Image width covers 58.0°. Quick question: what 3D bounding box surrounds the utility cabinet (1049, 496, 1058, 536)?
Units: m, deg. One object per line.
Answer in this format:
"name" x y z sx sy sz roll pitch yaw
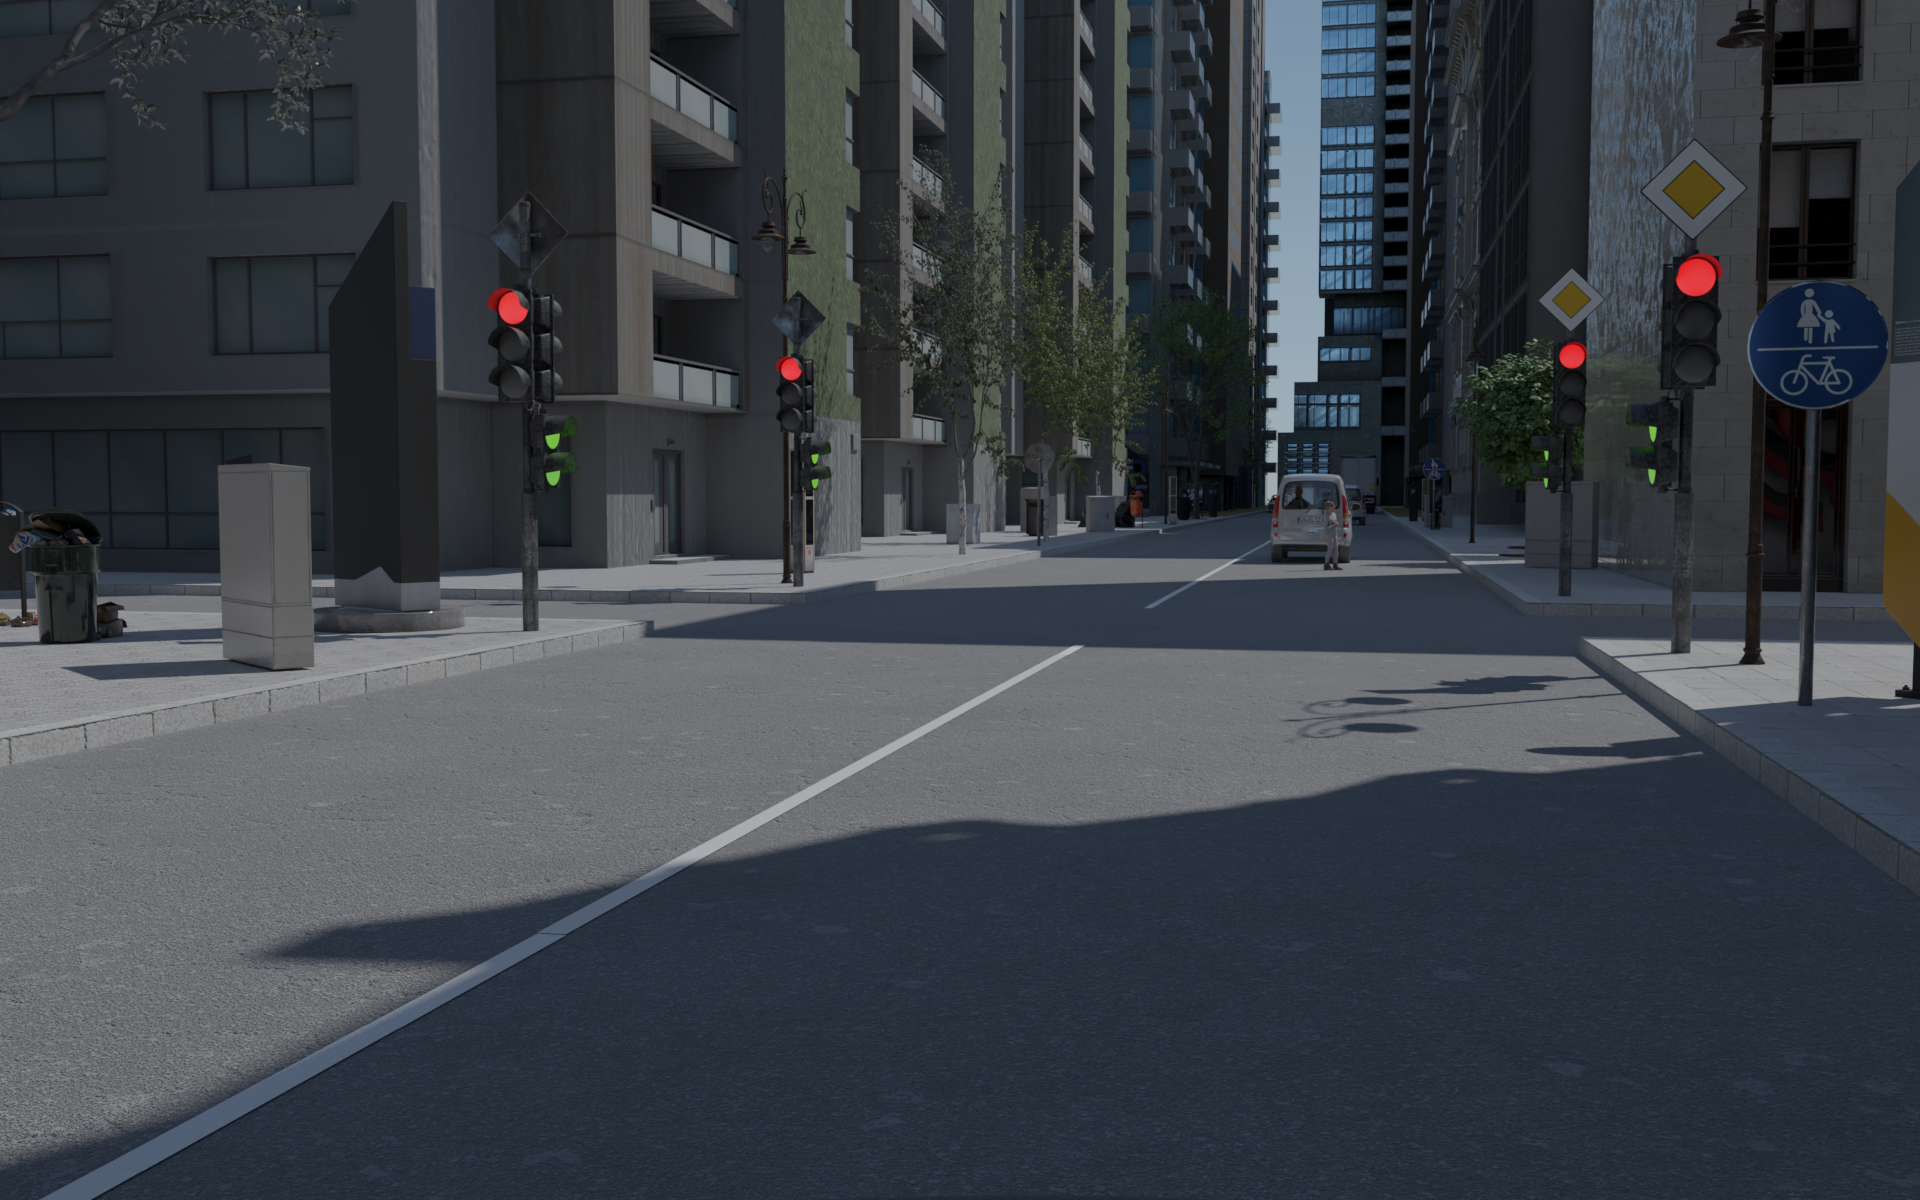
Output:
"utility cabinet" 2.875 -2.604 53.730 0.306 1.237 1.020 0 4 1

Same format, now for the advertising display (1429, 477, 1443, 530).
"advertising display" 17.205 -3.511 62.615 0.123 1.923 0.974 2 4 35

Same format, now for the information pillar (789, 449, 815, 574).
"information pillar" -2.561 -1.440 28.034 0.304 2.012 0.304 2 4 27

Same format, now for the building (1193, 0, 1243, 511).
"building" 14.582 -29.698 135.679 14.600 45.320 14.200 1 4 13

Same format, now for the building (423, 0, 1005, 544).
"building" -6.780 -22.676 54.340 14.154 41.232 14.086 1 4 13

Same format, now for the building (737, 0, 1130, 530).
"building" -0.464 -23.970 75.512 14.154 41.232 14.086 1 4 13

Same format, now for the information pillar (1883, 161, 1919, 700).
"information pillar" 6.042 -1.190 10.818 0.183 3.616 0.504 -1 4 -19

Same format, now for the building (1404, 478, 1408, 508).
"building" 48.238 -29.074 158.956 14.154 41.232 14.086 1 4 13

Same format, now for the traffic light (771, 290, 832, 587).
"traffic light" -2.224 -2.139 23.892 0.839 4.253 0.868 1 4 13

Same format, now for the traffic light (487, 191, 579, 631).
"traffic light" -4.005 -1.663 16.108 0.839 4.253 0.868 1 4 13

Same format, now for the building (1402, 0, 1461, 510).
"building" 44.834 -30.276 145.127 14.600 45.320 14.200 1 4 13

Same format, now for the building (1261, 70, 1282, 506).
"building" 20.351 -35.119 193.800 30.456 49.044 23.786 1 4 13

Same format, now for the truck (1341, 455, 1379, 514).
"truck" 29.825 -8.591 129.374 2.839 4.237 11.283 1 4 14

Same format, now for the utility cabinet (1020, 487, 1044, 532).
"utility cabinet" 2.395 -2.999 57.705 0.318 1.500 1.173 -2 4 -25

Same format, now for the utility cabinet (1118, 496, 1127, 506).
"utility cabinet" 6.600 -3.684 71.389 0.306 1.237 1.020 -1 4 -10

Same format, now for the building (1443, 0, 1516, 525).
"building" 30.275 -17.988 81.495 14.401 28.519 23.554 1 4 13

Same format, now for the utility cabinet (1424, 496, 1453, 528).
"utility cabinet" 18.366 -3.384 66.484 1.020 1.237 0.306 0 4 -2

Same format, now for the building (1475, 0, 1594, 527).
"building" 25.334 -16.144 57.455 14.314 27.812 24.014 1 4 13

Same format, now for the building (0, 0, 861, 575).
"building" -10.591 -21.346 32.597 14.154 41.232 14.086 1 4 13

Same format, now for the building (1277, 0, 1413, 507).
"building" 50.689 -53.392 185.623 31.000 86.520 22.319 1 4 13

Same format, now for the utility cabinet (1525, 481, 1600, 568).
"utility cabinet" 10.383 -1.296 29.871 1.173 1.500 0.318 3 5 40

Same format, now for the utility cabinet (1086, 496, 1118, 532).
"utility cabinet" 4.751 -2.896 58.513 1.020 1.237 0.306 -2 4 -31

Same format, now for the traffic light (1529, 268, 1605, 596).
"traffic light" 7.588 -2.003 21.672 0.839 4.253 0.868 1 4 13

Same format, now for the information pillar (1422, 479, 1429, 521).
"information pillar" 22.089 -4.755 82.235 0.304 2.012 0.304 1 4 12

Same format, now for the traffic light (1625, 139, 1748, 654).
"traffic light" 5.807 -1.527 13.887 0.839 4.253 0.868 1 4 13

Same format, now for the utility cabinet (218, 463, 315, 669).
"utility cabinet" -5.194 -0.263 12.971 0.318 1.500 1.173 -3 5 -40

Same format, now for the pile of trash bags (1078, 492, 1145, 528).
"pile of trash bags" 5.986 -3.444 66.066 1.912 1.369 3.447 -2 4 -27

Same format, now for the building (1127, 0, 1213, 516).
"building" 4.744 -30.259 114.337 23.786 49.044 30.456 1 4 13

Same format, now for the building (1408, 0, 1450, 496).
"building" 44.510 -30.741 122.227 23.786 49.044 30.456 1 4 13

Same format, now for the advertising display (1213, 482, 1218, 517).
"advertising display" 14.208 -5.571 96.299 0.123 1.923 0.974 0 4 -1

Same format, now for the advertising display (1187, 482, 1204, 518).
"advertising display" 12.809 -5.450 94.322 0.974 1.923 0.123 2 4 30

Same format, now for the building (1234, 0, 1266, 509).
"building" 17.488 -44.234 161.472 20.611 71.187 20.563 1 4 13

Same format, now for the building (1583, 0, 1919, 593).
"building" 18.854 -10.435 25.361 16.860 20.320 10.420 1 4 13
